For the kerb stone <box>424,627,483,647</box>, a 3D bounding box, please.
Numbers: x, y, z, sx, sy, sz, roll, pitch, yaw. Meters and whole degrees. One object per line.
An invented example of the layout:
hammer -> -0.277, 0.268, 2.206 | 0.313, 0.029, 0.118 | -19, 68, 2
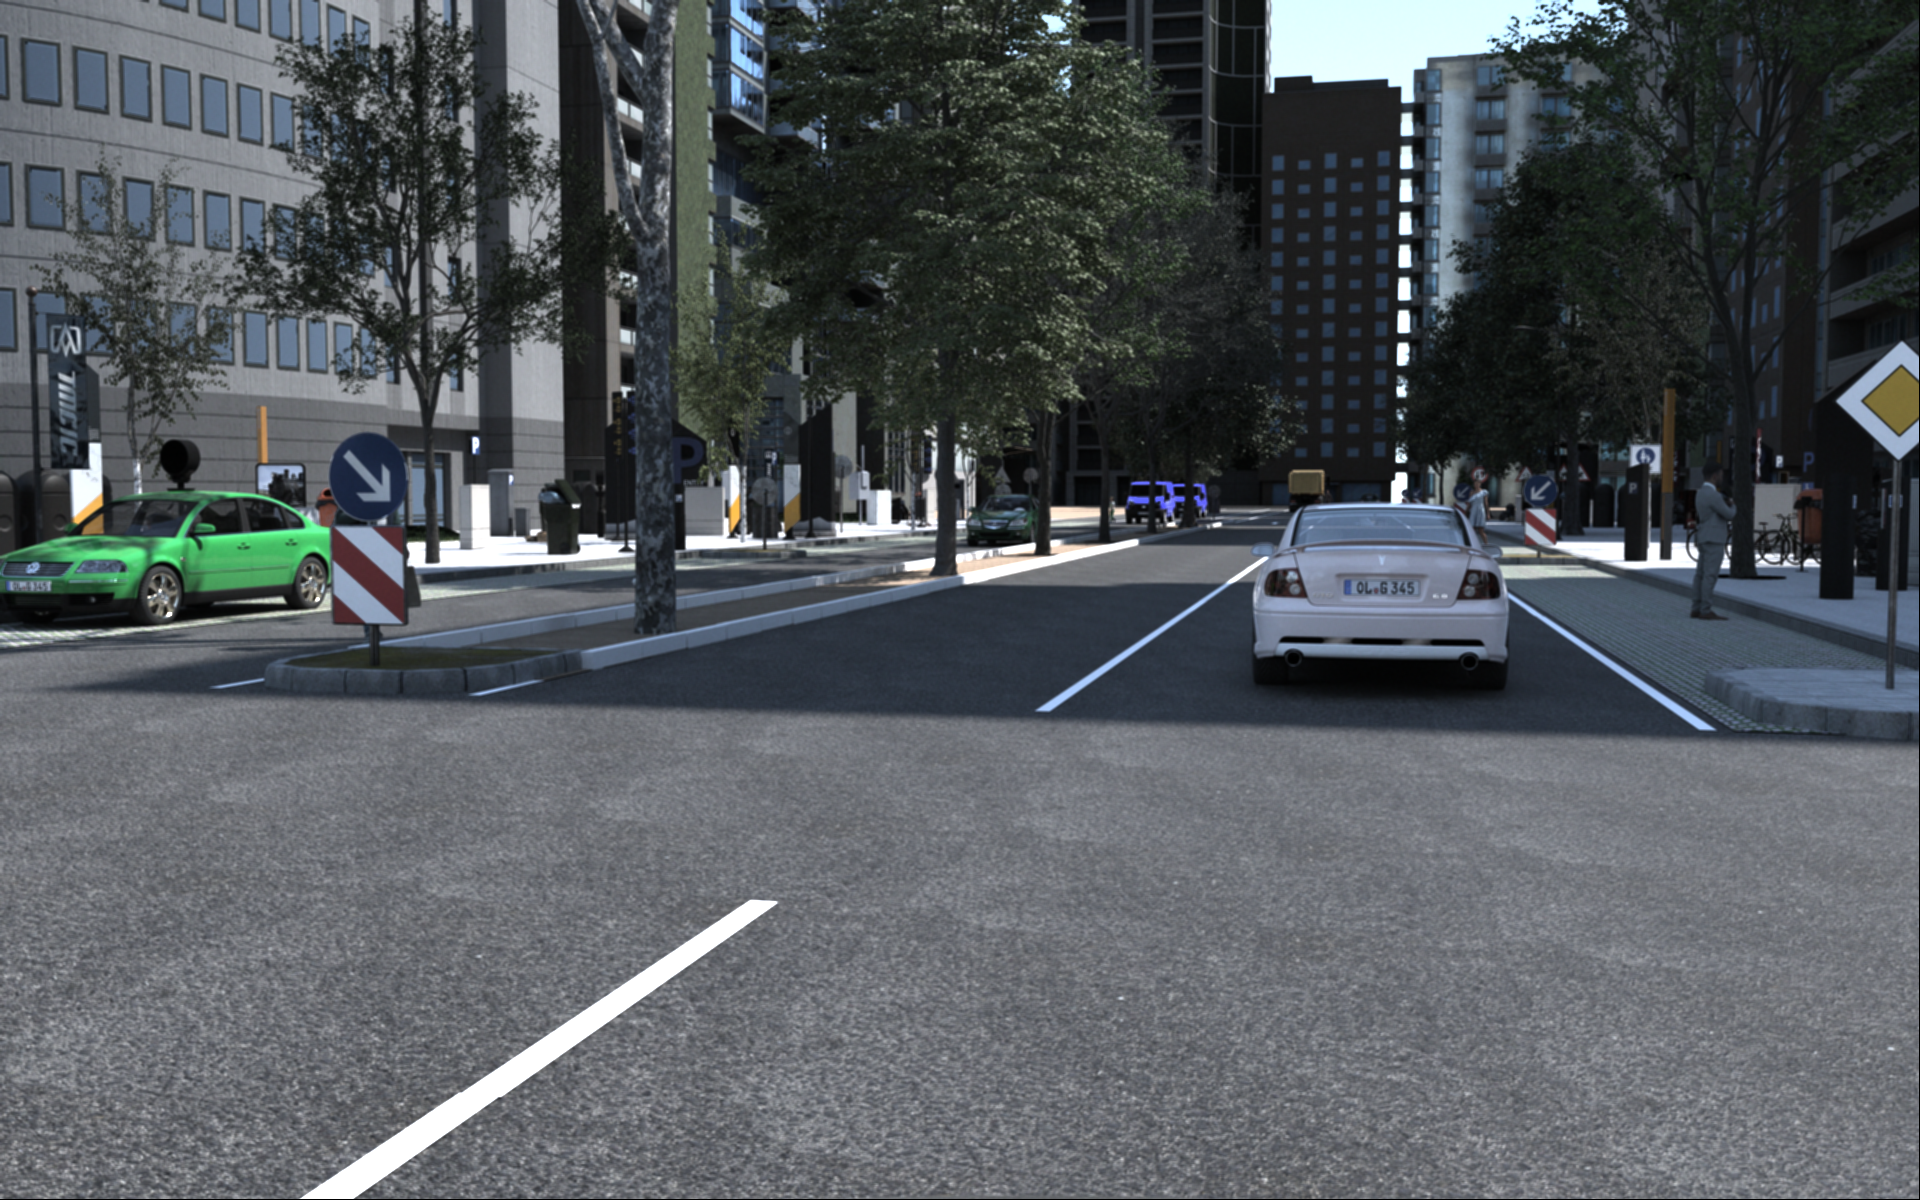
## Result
kerb stone -> -4.742, 0.379, 16.041 | 0.120, 0.150, 1.000 | 1, 4, 13

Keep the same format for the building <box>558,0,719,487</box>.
building -> -20.388, -24.247, 80.034 | 14.154, 41.232, 14.086 | 1, 4, 13

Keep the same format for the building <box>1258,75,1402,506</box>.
building -> 40.205, -32.911, 188.197 | 14.200, 45.320, 14.600 | 1, 4, 13

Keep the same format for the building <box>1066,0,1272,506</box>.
building -> 23.857, -46.221, 193.963 | 20.611, 71.187, 20.563 | 1, 4, 13

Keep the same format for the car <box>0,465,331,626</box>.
car -> -9.157, -0.701, 20.255 | 1.959, 1.807, 4.718 | 1, 4, 13

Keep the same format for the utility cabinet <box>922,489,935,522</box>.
utility cabinet -> -1.460, -4.256, 78.271 | 0.318, 1.500, 1.173 | 1, 4, 16

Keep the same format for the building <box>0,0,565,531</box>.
building -> -28.060, -31.157, 51.414 | 21.231, 58.520, 28.212 | 1, 4, 13

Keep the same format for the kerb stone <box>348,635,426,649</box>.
kerb stone -> -4.974, 0.440, 15.031 | 0.120, 0.150, 1.000 | 1, 4, 13

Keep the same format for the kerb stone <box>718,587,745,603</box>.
kerb stone -> -3.131, -0.050, 23.053 | 0.120, 0.150, 1.000 | 1, 4, 13

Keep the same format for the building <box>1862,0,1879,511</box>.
building -> 46.697, -26.933, 64.058 | 21.300, 48.544, 21.600 | 1, 4, 13

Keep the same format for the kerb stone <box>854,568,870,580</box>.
kerb stone -> -1.743, -0.414, 29.051 | 0.120, 0.150, 1.000 | 1, 4, 13

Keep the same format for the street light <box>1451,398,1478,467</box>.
street light -> 24.218, -6.759, 83.055 | 1.470, 5.913, 1.316 | 1, 4, 13

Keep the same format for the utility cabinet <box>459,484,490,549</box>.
utility cabinet -> -11.285, -1.931, 40.246 | 0.318, 1.500, 1.173 | 0, 4, 5

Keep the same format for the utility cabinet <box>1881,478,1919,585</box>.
utility cabinet -> 13.478, -0.946, 24.139 | 0.318, 1.500, 1.173 | -2, 4, -31

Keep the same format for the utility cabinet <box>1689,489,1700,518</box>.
utility cabinet -> 33.606, -4.261, 78.343 | 1.173, 1.500, 0.318 | 2, 4, 26

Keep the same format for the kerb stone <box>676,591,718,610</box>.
kerb stone -> -3.355, 0.013, 22.051 | 0.120, 0.150, 1.000 | 1, 4, 13

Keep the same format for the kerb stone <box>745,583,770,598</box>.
kerb stone -> -2.890, -0.109, 24.046 | 0.120, 0.150, 1.000 | 1, 4, 13

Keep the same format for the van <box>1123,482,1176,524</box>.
van -> 9.277, -4.887, 84.291 | 2.240, 2.365, 5.245 | 1, 4, 13

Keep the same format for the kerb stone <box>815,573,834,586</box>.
kerb stone -> -2.209, -0.296, 27.044 | 0.120, 0.150, 1.000 | 1, 4, 13

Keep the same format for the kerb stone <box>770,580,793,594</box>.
kerb stone -> -2.666, -0.174, 25.043 | 0.120, 0.150, 1.000 | 1, 4, 13

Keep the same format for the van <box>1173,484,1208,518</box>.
van -> 13.641, -6.074, 103.689 | 2.240, 2.365, 5.245 | 1, 4, 13

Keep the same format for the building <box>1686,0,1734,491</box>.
building -> 51.702, -25.745, 104.525 | 14.154, 41.232, 14.086 | 1, 4, 13

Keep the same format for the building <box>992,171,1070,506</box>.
building -> 2.091, -35.251, 200.050 | 21.600, 48.544, 21.300 | 1, 4, 13

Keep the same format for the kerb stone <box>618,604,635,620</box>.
kerb stone -> -3.816, 0.134, 20.052 | 0.120, 0.150, 1.000 | 1, 4, 13

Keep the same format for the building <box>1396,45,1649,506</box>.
building -> 62.865, -34.702, 186.986 | 30.456, 49.044, 23.786 | 1, 4, 13

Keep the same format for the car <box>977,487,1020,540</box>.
car -> 1.611, -2.743, 54.640 | 2.009, 1.686, 4.222 | 1, 4, 12

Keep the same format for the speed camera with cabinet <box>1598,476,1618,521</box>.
speed camera with cabinet -> 30.945, -5.414, 82.860 | 2.038, 3.252, 0.660 | 0, 4, 3

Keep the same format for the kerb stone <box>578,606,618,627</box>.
kerb stone -> -4.049, 0.196, 19.044 | 0.120, 0.150, 1.000 | 1, 4, 13

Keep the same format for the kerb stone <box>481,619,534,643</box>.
kerb stone -> -4.510, 0.315, 17.048 | 0.120, 0.150, 1.000 | 1, 4, 13

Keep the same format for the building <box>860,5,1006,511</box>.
building -> -11.602, -33.781, 141.562 | 27.495, 52.752, 28.713 | 1, 4, 13

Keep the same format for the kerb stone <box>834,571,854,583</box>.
kerb stone -> -1.962, -0.358, 28.047 | 0.120, 0.150, 1.000 | 1, 4, 13

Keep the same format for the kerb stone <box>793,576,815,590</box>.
kerb stone -> -2.427, -0.235, 26.041 | 0.120, 0.150, 1.000 | 1, 4, 13

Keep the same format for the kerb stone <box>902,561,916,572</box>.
kerb stone -> -1.053, -0.601, 32.047 | 0.120, 0.150, 1.000 | 1, 4, 13

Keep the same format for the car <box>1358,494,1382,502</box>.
car -> 35.336, -8.531, 149.270 | 2.009, 1.686, 4.222 | 1, 4, 13

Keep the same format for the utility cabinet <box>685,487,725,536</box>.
utility cabinet -> -7.757, -2.691, 52.679 | 1.173, 1.500, 0.318 | 0, 4, 4

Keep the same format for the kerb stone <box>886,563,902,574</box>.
kerb stone -> -1.277, -0.541, 31.047 | 0.120, 0.150, 1.000 | 1, 4, 13

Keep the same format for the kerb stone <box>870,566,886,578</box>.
kerb stone -> -1.513, -0.481, 30.052 | 0.120, 0.150, 1.000 | 1, 4, 13

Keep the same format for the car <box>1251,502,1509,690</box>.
car -> 3.408, -0.113, 14.211 | 2.083, 1.381, 4.827 | 1, 4, 12

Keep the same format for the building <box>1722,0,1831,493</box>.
building -> 49.209, -26.934, 90.487 | 14.600, 45.320, 14.200 | 1, 4, 13

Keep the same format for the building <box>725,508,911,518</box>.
building -> -15.923, -48.654, 108.166 | 22.319, 86.520, 31.000 | 1, 4, 13

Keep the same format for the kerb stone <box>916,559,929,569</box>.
kerb stone -> -0.816, -0.660, 33.043 | 0.120, 0.150, 1.000 | 1, 4, 13

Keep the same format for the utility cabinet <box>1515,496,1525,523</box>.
utility cabinet -> 24.807, -3.944, 75.640 | 1.020, 1.237, 0.306 | 1, 4, 13

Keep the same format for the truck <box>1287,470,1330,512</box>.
truck -> 28.022, -8.799, 139.779 | 3.469, 3.379, 9.791 | 1, 4, 13

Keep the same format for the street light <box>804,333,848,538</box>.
street light -> -3.819, -4.747, 50.147 | 1.470, 5.913, 1.316 | 1, 4, 13

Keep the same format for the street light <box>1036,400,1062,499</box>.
street light -> 4.307, -6.864, 84.766 | 1.470, 5.913, 1.316 | 1, 4, 13

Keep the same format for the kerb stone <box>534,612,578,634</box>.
kerb stone -> -4.287, 0.254, 18.045 | 0.120, 0.150, 1.000 | 1, 4, 13

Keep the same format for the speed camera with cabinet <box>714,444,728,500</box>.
speed camera with cabinet -> -9.745, -4.566, 68.983 | 0.660, 3.252, 2.038 | -3, 4, -37

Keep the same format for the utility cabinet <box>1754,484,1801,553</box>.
utility cabinet -> 17.874, -1.780, 37.789 | 0.318, 1.500, 1.173 | -1, 4, -16

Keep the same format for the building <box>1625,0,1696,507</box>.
building -> 63.719, -32.715, 124.132 | 28.713, 52.752, 27.495 | 1, 4, 13

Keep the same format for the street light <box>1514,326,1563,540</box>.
street light -> 16.024, -4.616, 48.008 | 1.470, 5.913, 1.316 | 1, 4, 13

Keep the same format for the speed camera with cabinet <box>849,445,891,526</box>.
speed camera with cabinet -> -3.667, -4.677, 70.811 | 0.660, 3.252, 2.038 | 3, 4, 37

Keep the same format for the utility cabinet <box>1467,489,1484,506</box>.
utility cabinet -> 24.350, -4.470, 81.761 | 0.318, 1.500, 1.173 | 3, 5, 44

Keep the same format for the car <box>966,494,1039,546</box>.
car -> 1.410, -2.277, 49.029 | 2.131, 1.459, 4.920 | 1, 4, 12
